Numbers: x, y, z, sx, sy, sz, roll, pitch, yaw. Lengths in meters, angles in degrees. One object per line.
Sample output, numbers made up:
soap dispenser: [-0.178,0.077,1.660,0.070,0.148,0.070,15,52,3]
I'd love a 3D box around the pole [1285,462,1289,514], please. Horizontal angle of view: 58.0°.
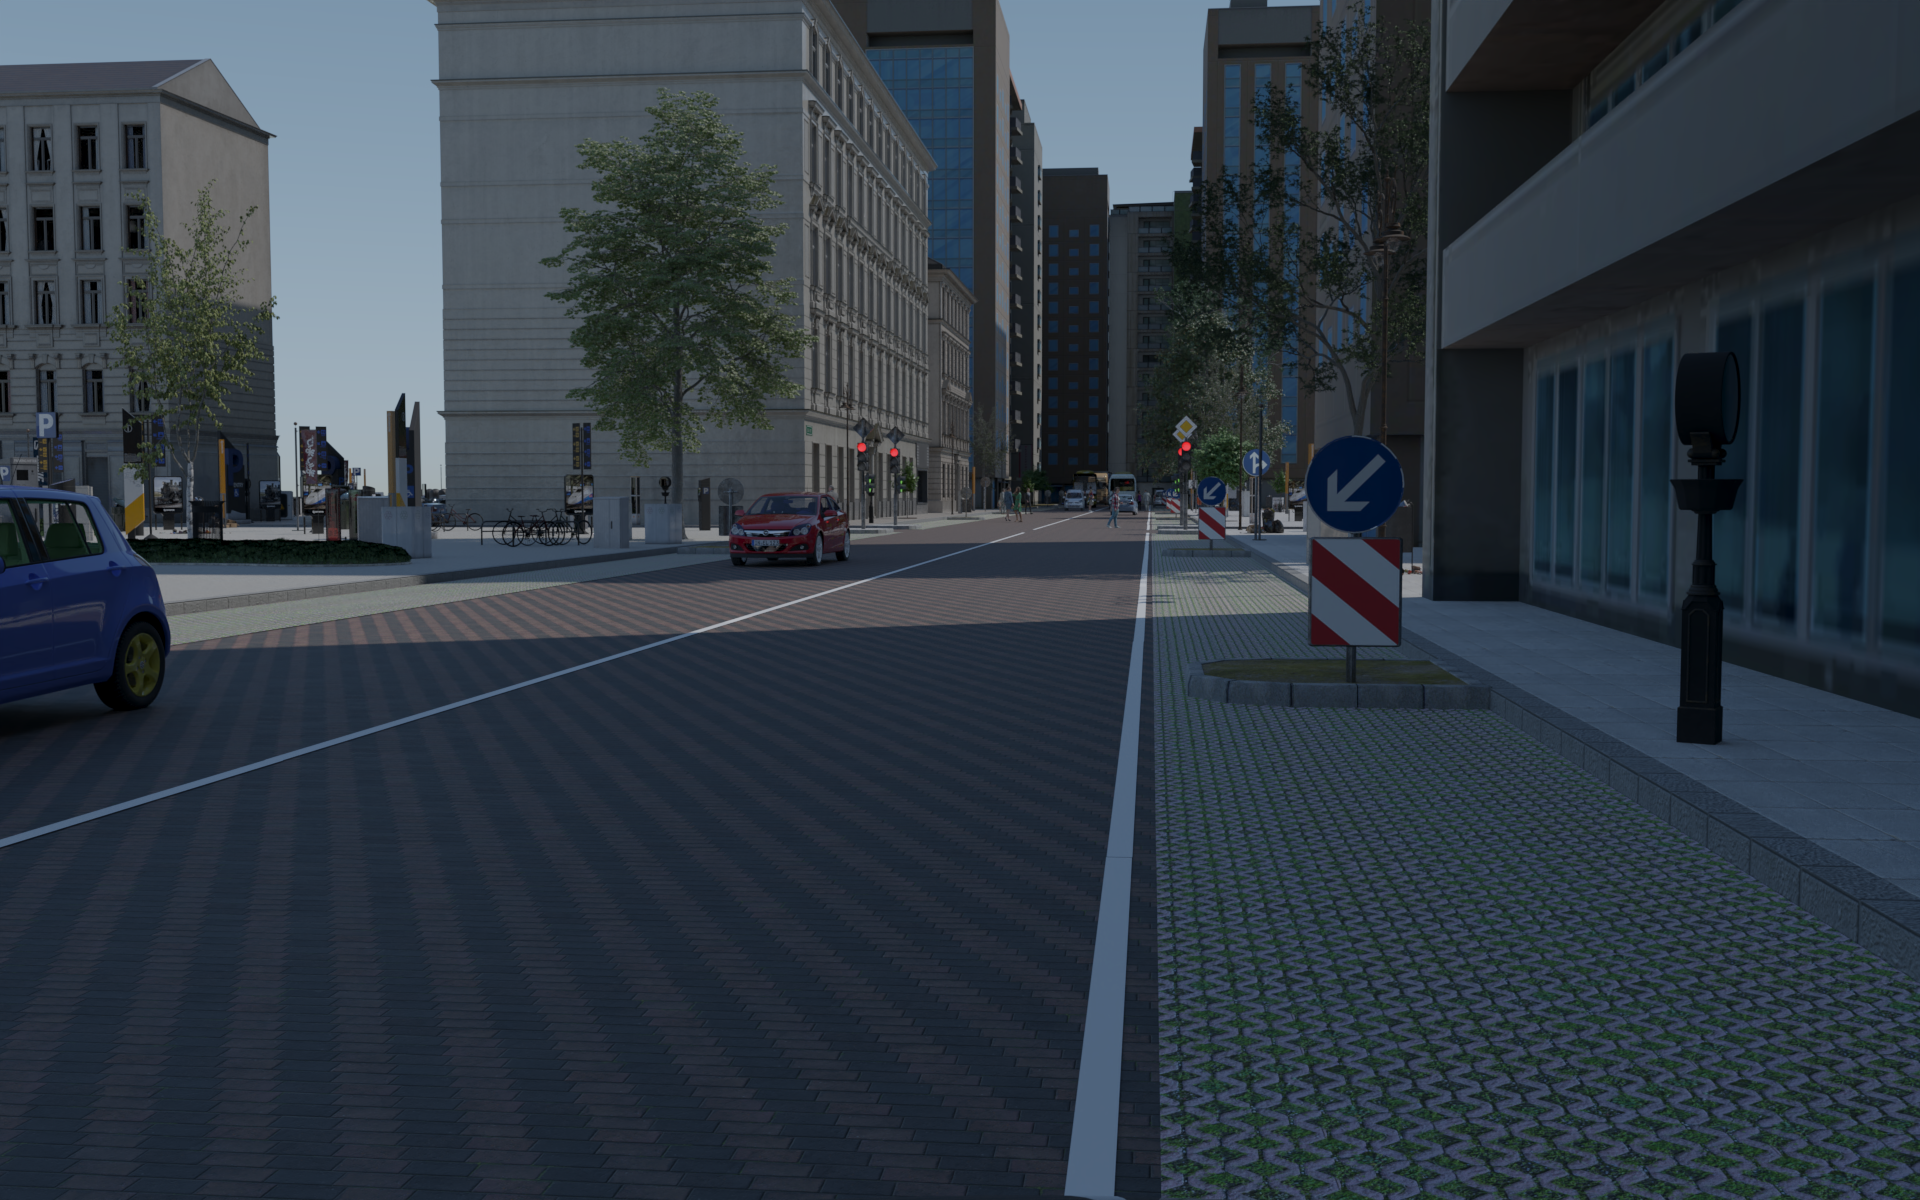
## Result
pole: [21.042,-7.194,111.458,0.158,3.312,0.155,0,3,0]

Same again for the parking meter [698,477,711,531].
parking meter: [-8.970,-3.366,60.741,0.399,1.863,0.255,-2,4,-31]

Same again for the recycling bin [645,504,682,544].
recycling bin: [-7.631,-1.958,44.562,0.722,1.027,0.722,1,4,20]

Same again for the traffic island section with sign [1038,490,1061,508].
traffic island section with sign: [8.806,-10.022,172.479,1.989,1.847,2.006,0,4,6]

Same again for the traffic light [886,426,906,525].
traffic light: [-2.644,-5.034,71.229,0.839,4.253,0.868,0,4,6]

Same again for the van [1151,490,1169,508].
van: [20.875,-10.561,179.681,2.013,2.044,4.112,0,4,5]

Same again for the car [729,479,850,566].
car: [-3.491,-1.644,35.919,2.155,1.783,4.494,0,4,8]

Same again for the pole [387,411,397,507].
pole: [-13.921,-2.974,42.474,0.158,3.312,0.155,0,3,0]

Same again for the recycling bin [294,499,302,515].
recycling bin: [-41.276,-5.810,107.543,0.722,1.027,0.722,-1,4,-17]

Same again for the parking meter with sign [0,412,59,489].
parking meter with sign: [-19.729,-2.444,36.224,0.543,3.016,1.738,1,4,19]

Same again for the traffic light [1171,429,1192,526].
traffic light: [8.949,-4.957,69.970,0.839,4.253,0.868,0,4,6]

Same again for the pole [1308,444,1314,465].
pole: [14.234,-4.676,70.292,0.158,3.312,0.155,0,3,0]

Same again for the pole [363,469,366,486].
pole: [-47.997,-8.921,139.708,0.158,3.312,0.155,0,3,0]

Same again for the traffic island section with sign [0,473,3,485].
traffic island section with sign: [-8.636,-0.352,14.383,1.989,1.847,2.006,0,4,6]

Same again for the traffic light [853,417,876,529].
traffic light: [-3.520,-4.549,63.292,0.839,4.253,0.868,0,4,6]

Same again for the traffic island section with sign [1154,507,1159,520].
traffic island section with sign: [11.752,-5.285,95.035,1.989,1.847,2.006,0,4,6]

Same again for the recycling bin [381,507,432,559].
recycling bin: [-11.073,-1.353,34.669,0.722,1.027,0.722,1,4,13]

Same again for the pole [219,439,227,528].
pole: [-27.569,-4.336,64.744,0.158,3.312,0.155,0,3,0]

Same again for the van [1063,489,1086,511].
van: [9.908,-8.731,149.755,2.013,2.044,4.112,0,4,6]

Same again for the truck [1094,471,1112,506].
truck: [17.517,-13.965,217.247,2.839,4.237,11.283,0,4,8]

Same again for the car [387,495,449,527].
car: [-23.088,-3.570,70.367,4.499,1.417,2.014,1,4,8]

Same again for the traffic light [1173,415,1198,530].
traffic light: [8.073,-4.472,62.033,0.839,4.253,0.868,0,4,6]

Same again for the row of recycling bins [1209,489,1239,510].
row of recycling bins: [20.894,-7.932,136.798,1.069,1.692,3.534,-3,5,-44]

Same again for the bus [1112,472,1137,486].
bus: [17.836,-12.105,189.461,2.896,3.916,12.252,0,4,6]

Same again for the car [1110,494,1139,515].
car: [11.211,-6.503,118.330,2.014,1.417,4.499,0,4,8]

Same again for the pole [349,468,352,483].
pole: [-47.773,-8.678,135.721,0.158,3.312,0.155,0,3,0]

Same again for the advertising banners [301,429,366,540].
advertising banners: [-16.836,-3.079,46.533,2.074,3.025,0.090,1,4,20]

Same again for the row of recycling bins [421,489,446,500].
row of recycling bins: [-39.948,-7.603,131.425,3.534,1.692,1.069,3,5,42]

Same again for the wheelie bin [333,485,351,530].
wheelie bin: [-22.382,-3.355,62.760,0.980,1.594,0.693,0,4,8]

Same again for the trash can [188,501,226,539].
trash can: [-16.110,-1.556,37.090,0.748,1.137,0.748,0,3,0]

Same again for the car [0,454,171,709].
car: [-6.373,-0.045,10.330,1.945,1.707,3.694,0,4,4]

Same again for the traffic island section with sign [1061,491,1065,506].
traffic island section with sign: [11.761,-11.660,199.273,1.989,1.847,2.006,0,4,6]

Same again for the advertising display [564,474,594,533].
advertising display: [-12.479,-3.153,56.758,0.974,1.923,0.123,-2,4,-32]

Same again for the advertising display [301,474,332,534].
advertising display: [-20.651,-3.084,55.643,0.974,1.923,0.123,-3,5,-43]

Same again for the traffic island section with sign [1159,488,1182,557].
traffic island section with sign: [5.672,-1.916,39.952,1.989,1.847,2.006,0,4,6]

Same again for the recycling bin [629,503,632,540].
recycling bin: [-9.602,-2.180,48.205,0.722,1.027,0.722,1,4,16]

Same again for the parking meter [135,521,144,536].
parking meter: [-25.301,-2.741,53.219,0.372,1.533,0.369,0,3,0]

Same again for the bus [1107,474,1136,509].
bus: [15.761,-10.629,168.649,2.948,3.499,13.247,0,4,5]

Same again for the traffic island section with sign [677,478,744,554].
traffic island section with sign: [-5.606,-2.029,41.809,1.989,1.847,2.006,0,4,6]

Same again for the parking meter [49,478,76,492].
parking meter: [-14.164,-1.159,27.366,0.372,1.533,0.369,0,3,0]

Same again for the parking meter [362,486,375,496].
parking meter: [-17.875,-2.691,52.412,0.372,1.533,0.369,0,3,0]

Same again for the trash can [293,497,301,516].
trash can: [-38.848,-5.473,101.141,0.748,1.137,0.748,0,3,0]

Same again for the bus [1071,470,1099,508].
bus: [13.285,-11.755,183.737,2.896,3.916,12.252,0,4,4]

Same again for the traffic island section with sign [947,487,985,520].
traffic island section with sign: [0.366,-5.347,96.046,1.989,1.847,2.006,0,4,6]

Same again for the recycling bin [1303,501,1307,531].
recycling bin: [12.223,-2.863,59.364,0.722,1.027,0.722,-1,4,-11]

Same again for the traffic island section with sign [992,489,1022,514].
traffic island section with sign: [3.363,-6.999,123.062,1.989,1.847,2.006,0,4,6]

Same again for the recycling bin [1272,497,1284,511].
recycling bin: [23.690,-7.120,128.965,0.722,1.027,0.722,1,4,21]

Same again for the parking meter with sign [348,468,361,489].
parking meter with sign: [-39.578,-7.127,112.786,0.543,3.016,1.738,0,4,2]

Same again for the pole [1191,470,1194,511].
pole: [17.895,-8.540,133.477,0.158,3.312,0.155,0,3,0]

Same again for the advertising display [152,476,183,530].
advertising display: [-28.263,-3.462,61.813,0.974,1.923,0.123,-2,4,-35]

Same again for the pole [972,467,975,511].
pole: [1.020,-8.341,130.220,0.158,3.312,0.155,0,3,0]

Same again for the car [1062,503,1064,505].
car: [13.652,-12.779,218.533,1.945,1.707,3.694,0,4,5]

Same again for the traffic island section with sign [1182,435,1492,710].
traffic island section with sign: [2.641,-0.236,12.480,1.989,1.847,2.006,0,4,6]
